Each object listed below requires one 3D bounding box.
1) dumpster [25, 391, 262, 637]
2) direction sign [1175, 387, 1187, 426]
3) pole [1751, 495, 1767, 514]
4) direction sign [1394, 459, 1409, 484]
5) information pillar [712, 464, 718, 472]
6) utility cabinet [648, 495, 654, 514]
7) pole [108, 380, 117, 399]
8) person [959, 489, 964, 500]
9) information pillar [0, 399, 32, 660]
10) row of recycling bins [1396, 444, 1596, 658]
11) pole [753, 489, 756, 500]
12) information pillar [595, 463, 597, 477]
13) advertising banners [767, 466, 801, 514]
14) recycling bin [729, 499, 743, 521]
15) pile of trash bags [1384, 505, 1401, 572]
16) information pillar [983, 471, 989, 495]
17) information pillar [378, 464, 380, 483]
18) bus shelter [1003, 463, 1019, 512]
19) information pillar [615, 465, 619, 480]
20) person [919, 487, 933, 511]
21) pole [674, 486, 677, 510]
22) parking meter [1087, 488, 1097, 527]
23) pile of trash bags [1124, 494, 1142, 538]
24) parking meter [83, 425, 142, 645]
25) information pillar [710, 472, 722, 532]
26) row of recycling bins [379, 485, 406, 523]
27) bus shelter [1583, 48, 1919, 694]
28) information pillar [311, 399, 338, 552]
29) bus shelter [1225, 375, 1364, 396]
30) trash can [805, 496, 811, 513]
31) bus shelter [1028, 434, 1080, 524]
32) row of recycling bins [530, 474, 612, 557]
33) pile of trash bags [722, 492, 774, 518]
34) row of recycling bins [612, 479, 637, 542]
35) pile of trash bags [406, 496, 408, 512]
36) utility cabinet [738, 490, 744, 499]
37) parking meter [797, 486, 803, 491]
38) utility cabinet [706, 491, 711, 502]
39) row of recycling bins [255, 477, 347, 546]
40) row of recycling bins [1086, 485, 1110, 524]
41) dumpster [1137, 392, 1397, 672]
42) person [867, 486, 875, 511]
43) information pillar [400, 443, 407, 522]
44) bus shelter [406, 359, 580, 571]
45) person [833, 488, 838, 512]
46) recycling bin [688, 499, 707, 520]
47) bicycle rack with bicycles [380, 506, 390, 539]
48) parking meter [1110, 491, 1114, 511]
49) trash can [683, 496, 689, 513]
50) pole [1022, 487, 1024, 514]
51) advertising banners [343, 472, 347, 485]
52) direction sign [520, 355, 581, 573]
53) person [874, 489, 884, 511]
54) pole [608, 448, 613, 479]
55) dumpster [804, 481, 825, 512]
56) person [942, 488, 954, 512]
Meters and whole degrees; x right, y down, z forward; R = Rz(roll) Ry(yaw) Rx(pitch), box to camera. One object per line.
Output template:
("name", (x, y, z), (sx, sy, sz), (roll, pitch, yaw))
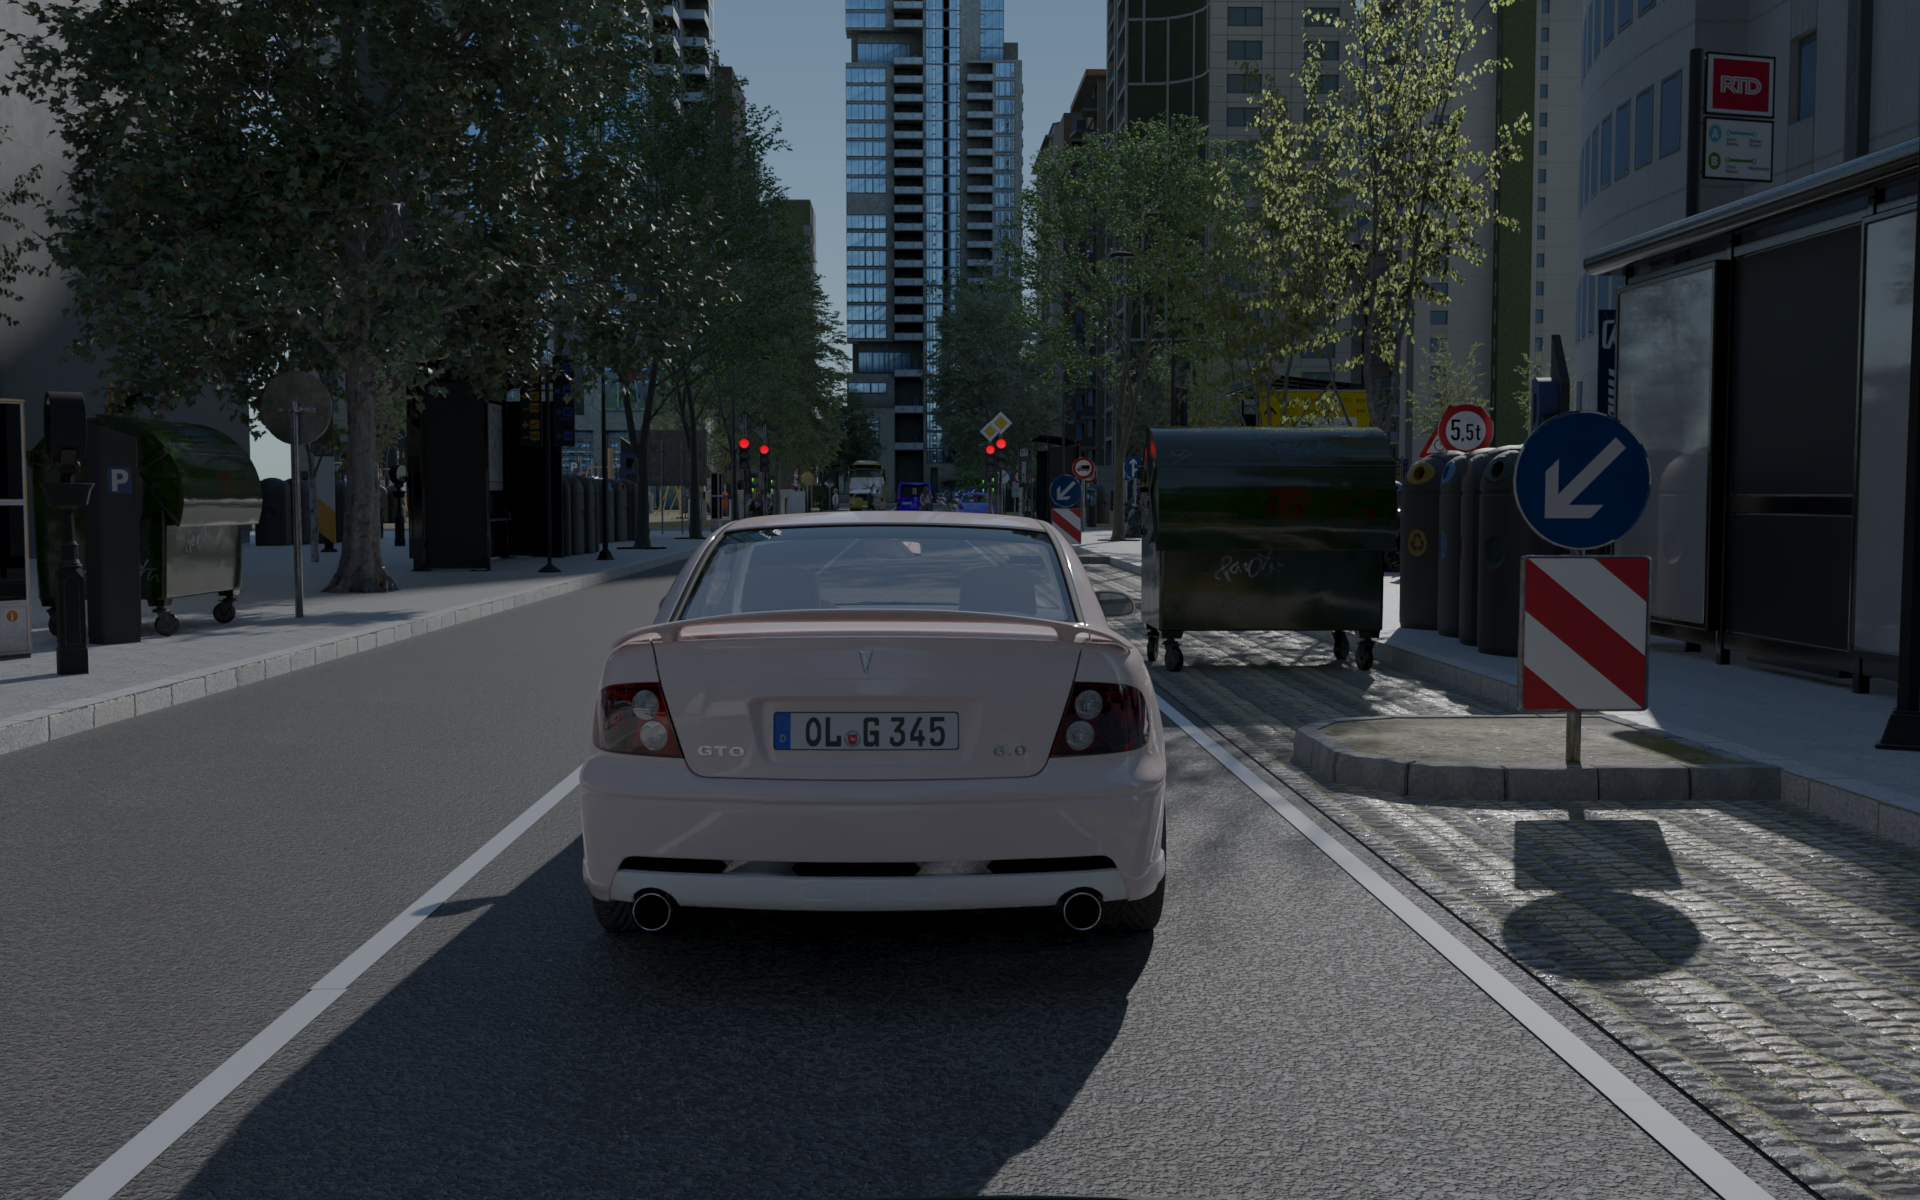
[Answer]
("dumpster", (-7.671, -0.844, 16.296), (1.502, 2.255, 1.985), (0, 4, -2))
("direction sign", (4.718, -2.754, 37.020), (0.379, 3.537, 0.876), (1, 4, 23))
("pole", (11.759, -1.934, 25.456), (0.158, 3.312, 0.155), (0, 3, 0))
("direction sign", (28.273, -7.280, 111.022), (0.876, 3.537, 0.379), (1, 4, 21))
("information pillar", (-18.831, -8.672, 133.139), (0.504, 3.616, 0.183), (3, 4, 38))
("utility cabinet", (-20.726, -6.322, 114.519), (1.020, 1.237, 0.306), (2, 4, 28))
("pole", (-15.116, -2.273, 31.001), (0.158, 3.312, 0.155), (0, 3, 0))
("person", (0.212, -6.601, 116.849), (0.576, 1.772, 0.534), (0, 4, -5))
("information pillar", (-7.466, -0.548, 13.450), (0.304, 2.012, 0.304), (2, 4, 31))
("row of recycling bins", (4.691, -0.497, 15.241), (1.069, 1.692, 3.534), (0, 4, 1))
("pole", (-13.008, -7.084, 109.662), (0.158, 3.312, 0.155), (0, 3, 0))
("information pillar", (-27.115, -8.421, 129.039), (0.183, 3.616, 0.504), (0, 4, -1))
("advertising banners", (-10.869, -6.783, 107.094), (2.074, 3.025, 0.090), (0, 4, 6))
("recycling bin", (-10.554, -4.263, 82.248), (0.722, 1.027, 0.722), (-1, 4, -17))
("pile of trash bags", (6.819, -1.136, 28.330), (1.912, 1.369, 3.447), (-1, 4, -14))
("information pillar", (1.974, -8.390, 128.527), (0.504, 3.616, 0.183), (-1, 4, -21))
("information pillar", (-45.252, -8.785, 134.982), (0.183, 3.616, 0.504), (-2, 4, -23))
("bus shelter", (3.361, -8.150, 124.541), (1.731, 3.624, 6.357), (0, 4, -2))
("information pillar", (-27.159, -8.915, 137.114), (0.183, 3.616, 0.504), (-2, 4, -33))
("person", (-1.532, -3.967, 73.947), (0.593, 1.750, 0.643), (-2, 4, -33))
("pole", (-23.000, -8.940, 140.014), (0.158, 3.312, 0.155), (0, 3, 0))
("parking meter", (5.110, -3.591, 67.127), (0.372, 1.533, 0.369), (0, 3, 0))
("pile of trash bags", (5.688, -2.601, 52.280), (1.912, 1.369, 3.447), (0, 4, 3))
("parking meter", (-7.276, -0.561, 14.887), (0.255, 1.863, 0.399), (2, 4, 30))
("information pillar", (-8.175, -3.280, 58.120), (0.304, 2.012, 0.304), (1, 4, 16))
("row of recycling bins", (-25.812, -4.182, 75.494), (1.069, 1.692, 3.534), (3, 5, 41))
("bus shelter", (6.481, -2.185, 13.361), (2.179, 5.291, 8.768), (0, 4, -2))
("information pillar", (-14.023, -2.863, 38.161), (0.504, 3.616, 0.183), (-1, 4, -9))
("bus shelter", (7.121, -2.820, 37.383), (1.731, 3.624, 6.357), (0, 4, -1))
("trash can", (-11.870, -7.359, 131.967), (0.748, 1.137, 0.748), (0, 3, 0))
("bus shelter", (3.863, -4.892, 71.262), (1.731, 3.624, 6.357), (0, 4, -2))
("row of recycling bins", (-8.390, -1.827, 36.984), (1.069, 1.692, 3.534), (0, 4, 0))
("pile of trash bags", (-10.805, -4.732, 87.117), (3.447, 1.369, 1.912), (-1, 4, -23))
("row of recycling bins", (-9.491, -2.399, 46.333), (1.069, 1.692, 3.534), (0, 4, 7))
("pile of trash bags", (-39.923, -6.846, 121.687), (3.447, 1.369, 1.912), (2, 4, 32))
("utility cabinet", (-11.980, -5.242, 94.390), (0.318, 1.500, 1.173), (-1, 4, -14))
("parking meter", (-11.160, -7.026, 120.592), (0.399, 1.863, 0.255), (2, 4, 35))
("utility cabinet", (-16.050, -6.315, 111.933), (0.318, 1.500, 1.173), (-2, 4, -32))
("row of recycling bins", (-16.814, -2.284, 44.459), (1.069, 1.692, 3.534), (1, 4, 11))
("row of recycling bins", (6.056, -4.259, 76.739), (1.069, 1.692, 3.534), (0, 4, 2))
("dumpster", (2.473, -0.573, 14.324), (1.985, 2.255, 1.502), (0, 4, -2))
("person", (-4.752, -5.223, 93.672), (0.755, 1.850, 0.659), (2, 4, 30))
("information pillar", (-25.500, -5.382, 79.356), (0.183, 3.616, 0.504), (0, 4, -2))
("bus shelter", (-8.412, -2.476, 31.767), (1.731, 3.624, 6.357), (0, 4, -2))
("person", (-6.366, -4.948, 90.066), (0.598, 1.740, 0.731), (-2, 4, -24))
("recycling bin", (-12.850, -4.415, 84.733), (0.722, 1.027, 0.722), (-2, 4, -29))
("bicycle rack with bicycles", (-17.706, -2.251, 50.185), (2.852, 0.926, 2.925), (-1, 4, -10))
("parking meter", (11.444, -7.426, 129.819), (0.372, 1.533, 0.369), (0, 3, 0))
("trash can", (-18.292, -6.305, 114.737), (0.748, 1.137, 0.748), (0, 3, 0))
("pole", (4.089, -7.177, 111.183), (0.158, 3.312, 0.155), (0, 3, 0))
("advertising banners", (-49.859, -8.702, 138.471), (2.074, 3.025, 0.090), (-1, 4, -22))
("direction sign", (-6.740, -2.223, 28.344), (0.876, 3.537, 0.379), (0, 4, -4))
("person", (-5.752, -7.011, 123.495), (0.716, 1.782, 0.532), (0, 4, 1))
("pole", (-15.537, -5.086, 77.001), (0.158, 3.312, 0.155), (0, 3, 0))
("dumpster", (-10.514, -7.501, 125.130), (1.502, 2.255, 1.985), (0, 4, -2))
("person", (-0.777, -6.173, 109.410), (0.713, 1.824, 0.794), (1, 4, 23))
